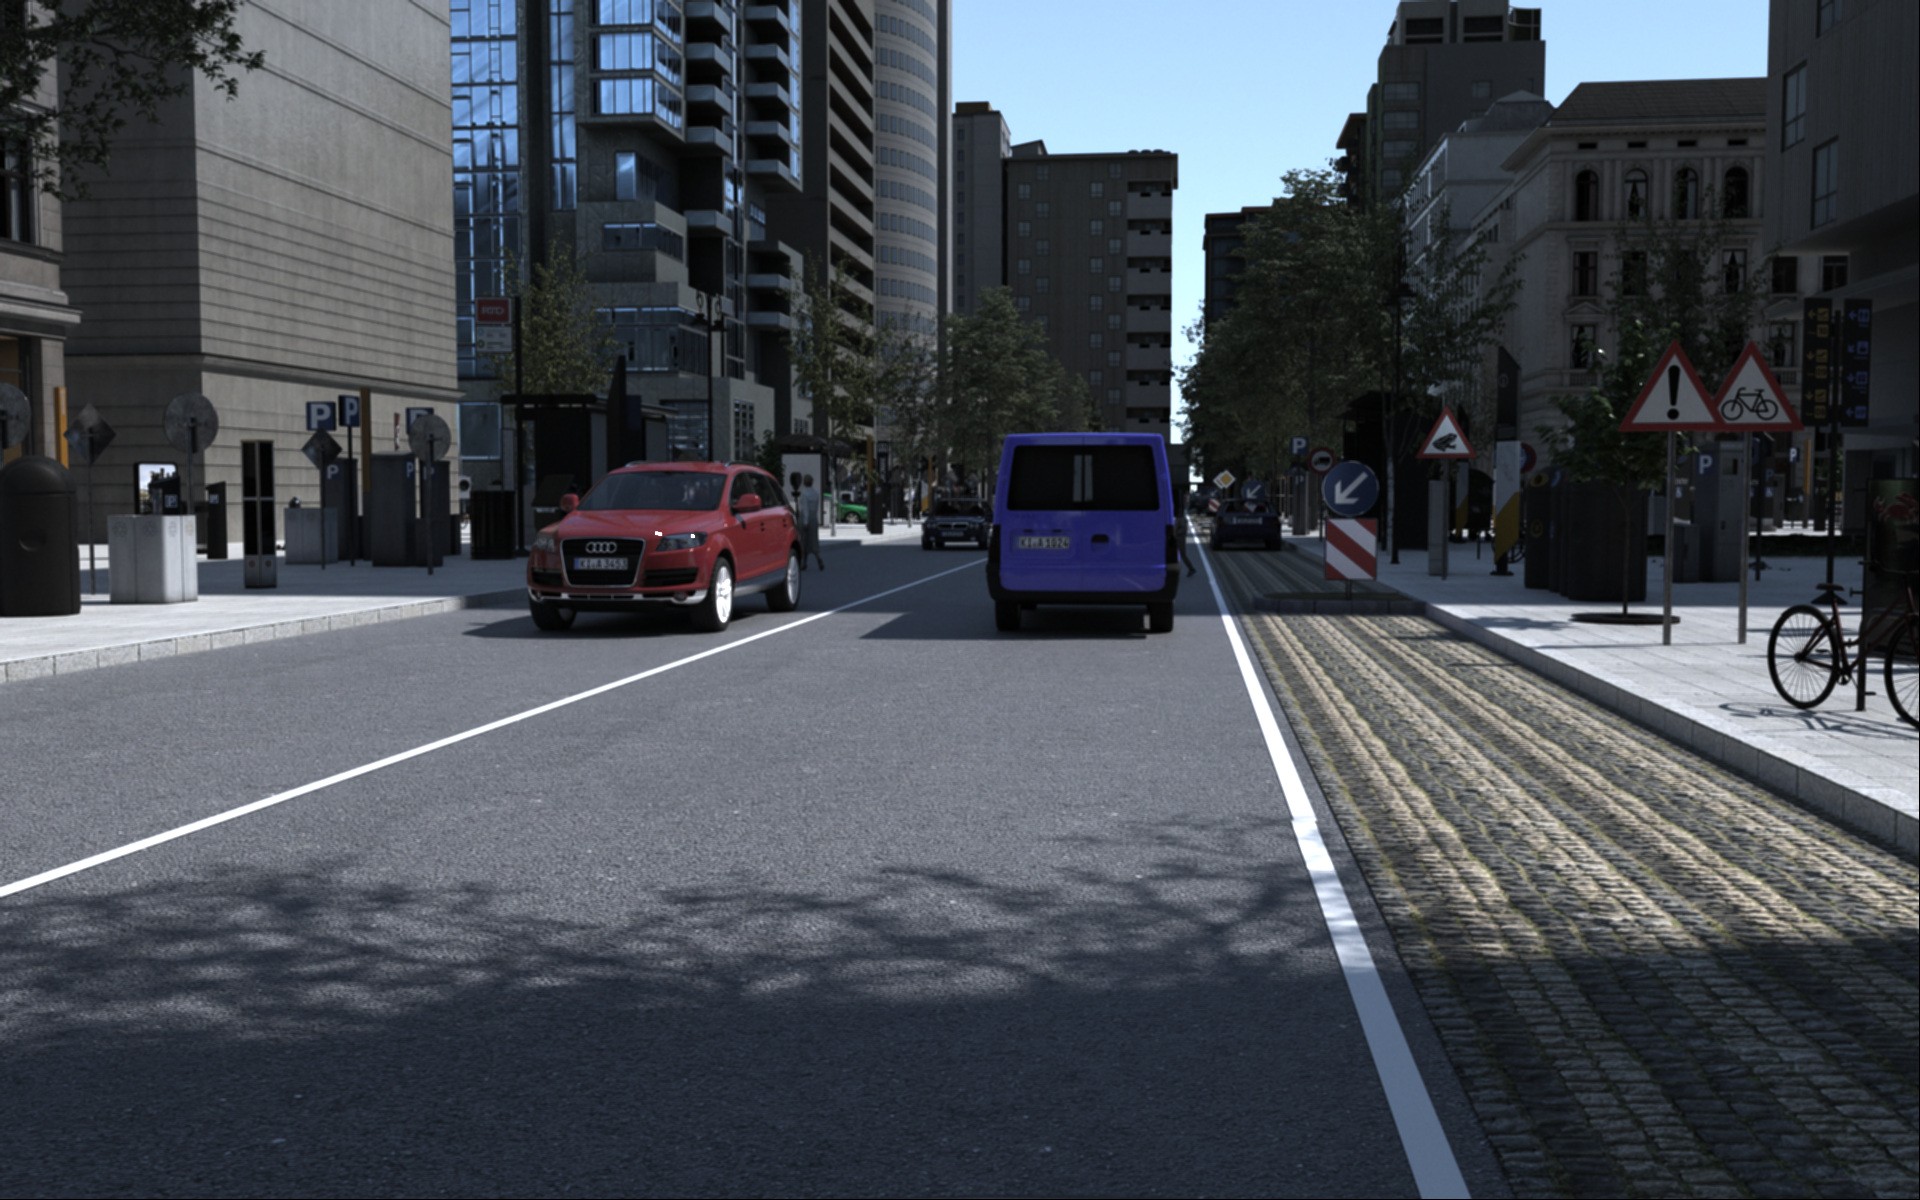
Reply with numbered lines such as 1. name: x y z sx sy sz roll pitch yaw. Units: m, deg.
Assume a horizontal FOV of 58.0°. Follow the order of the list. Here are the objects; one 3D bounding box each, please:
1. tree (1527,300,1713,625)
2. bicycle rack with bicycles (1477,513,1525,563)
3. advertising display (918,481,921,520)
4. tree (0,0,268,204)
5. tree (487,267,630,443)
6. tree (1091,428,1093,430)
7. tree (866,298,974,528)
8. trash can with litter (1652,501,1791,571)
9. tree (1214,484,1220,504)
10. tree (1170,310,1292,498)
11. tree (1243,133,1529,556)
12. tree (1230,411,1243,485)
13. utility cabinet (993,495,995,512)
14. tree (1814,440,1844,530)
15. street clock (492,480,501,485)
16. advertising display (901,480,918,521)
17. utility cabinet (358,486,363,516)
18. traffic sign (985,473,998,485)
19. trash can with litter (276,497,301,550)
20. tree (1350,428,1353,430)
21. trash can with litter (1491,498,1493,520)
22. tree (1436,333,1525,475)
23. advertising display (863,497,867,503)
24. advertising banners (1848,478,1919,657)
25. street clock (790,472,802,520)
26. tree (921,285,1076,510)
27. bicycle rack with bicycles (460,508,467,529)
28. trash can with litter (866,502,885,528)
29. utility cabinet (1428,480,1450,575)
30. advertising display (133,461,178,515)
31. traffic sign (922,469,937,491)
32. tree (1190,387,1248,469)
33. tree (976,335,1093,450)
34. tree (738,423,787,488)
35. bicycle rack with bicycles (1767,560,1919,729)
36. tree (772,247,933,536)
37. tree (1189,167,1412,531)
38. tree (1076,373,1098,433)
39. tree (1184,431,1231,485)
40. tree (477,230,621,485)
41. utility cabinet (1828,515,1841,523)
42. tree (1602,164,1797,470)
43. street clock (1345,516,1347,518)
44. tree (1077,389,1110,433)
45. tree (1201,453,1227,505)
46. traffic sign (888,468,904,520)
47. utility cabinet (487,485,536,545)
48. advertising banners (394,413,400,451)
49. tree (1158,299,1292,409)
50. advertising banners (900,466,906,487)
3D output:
1. tree: 6.744 -1.401 17.509 1.663 3.219 1.824 0 3 0
2. bicycle rack with bicycles: 11.326 -1.211 33.182 2.925 0.926 2.852 0 4 -3
3. advertising display: -2.086 -4.908 85.467 0.123 1.923 0.974 -1 4 -13
4. tree: -8.567 -4.744 11.982 8.767 10.594 7.601 -1 4 -16
5. tree: -12.793 -6.425 55.408 4.360 8.622 3.978 0 3 0
6. tree: 12.023 -13.787 175.786 4.737 8.622 4.395 0 3 0
7. tree: -1.691 -7.087 66.242 4.360 8.622 3.978 0 3 0
8. trash can with litter: 13.333 -1.152 29.897 1.678 1.210 2.233 -1 4 -14
9. tree: 33.492 -14.230 227.263 1.663 3.219 1.824 0 3 0
10. tree: 19.578 -13.123 121.211 9.857 13.997 8.962 0 3 0
11. tree: 9.107 -5.215 35.626 4.737 8.622 4.395 0 3 0
12. tree: 15.953 -8.413 87.914 4.737 8.622 4.395 0 3 0
13. utility cabinet: 2.406 -5.464 100.499 1.020 1.237 0.306 0 4 -1
14. tree: 31.647 -4.159 62.599 1.663 3.219 1.824 0 3 0
15. street clock: -23.719 -5.148 88.733 0.471 2.002 0.358 -2 4 -34
16. advertising display: -2.455 -4.725 82.463 0.123 1.923 0.974 2 4 34
17. utility cabinet: -15.865 -2.301 46.299 1.173 1.500 0.318 -3 4 -36
18. traffic sign: 1.820 -6.195 101.388 0.768 2.556 0.104 0 4 8
19. trash can with litter: -15.316 -1.787 40.282 1.678 1.210 2.233 -1 4 -16
20. tree: 30.917 -10.774 126.515 4.360 8.622 3.978 0 3 0
21. trash can with litter: 26.956 -4.611 86.775 0.624 1.170 1.055 1 4 21
22. tree: 24.116 -7.916 79.787 4.360 8.622 3.978 0 3 0
23. advertising display: -8.084 -8.528 144.652 0.974 1.923 0.123 0 4 2
24. advertising banners: 8.001 -1.044 13.258 2.074 3.025 0.090 3 4 37
25. street clock: -5.438 -3.235 57.459 0.358 2.002 0.471 1 4 19
26. tree: 1.657 -10.756 93.990 7.486 12.596 7.792 0 3 0
27. bicycle rack with bicycles: -19.851 -3.089 63.888 2.852 0.926 2.925 -3 5 -40
28. trash can with litter: -3.259 -3.348 66.124 0.624 1.170 1.055 1 4 9
29. utility cabinet: 7.652 -1.161 27.656 0.318 1.500 1.173 1 4 14
30. advertising display: -15.981 -1.789 34.464 0.123 1.923 0.974 2 4 23
31. traffic sign: -1.585 -5.416 88.657 0.768 2.556 0.104 1 4 12
32. tree: 22.785 -13.157 140.868 9.928 11.665 9.643 0 3 0
33. tree: 5.487 -13.487 130.886 12.009 13.543 11.850 0 3 0
34. tree: -5.172 -3.222 47.278 1.663 3.219 1.824 0 3 0
35. bicycle rack with bicycles: 6.190 0.251 9.277 2.852 0.926 2.925 0 4 -5
36. tree: -3.632 -6.220 52.063 4.737 8.622 4.395 0 3 0
37. tree: 12.296 -8.747 61.142 7.486 12.596 7.792 0 3 0
38. tree: 7.344 -13.841 144.424 7.486 12.596 7.792 0 3 0
39. tree: 31.981 -17.443 219.599 8.767 10.594 7.601 3 4 36
40. tree: -11.813 -6.050 49.280 4.737 8.622 4.395 0 3 0
41. utility cabinet: 39.096 -4.015 76.815 1.020 1.237 0.306 1 4 16
42. tree: 16.603 -5.467 39.754 4.737 8.622 4.395 0 3 0
43. street clock: 9.142 -2.212 40.744 0.358 2.002 0.471 1 4 15
44. tree: 12.627 -16.393 185.031 9.611 12.733 9.660 0 3 0
45. tree: 30.226 -15.383 201.867 4.360 8.622 3.978 0 3 0
46. traffic sign: -3.156 -5.246 85.773 0.884 2.594 0.081 1 4 13
47. utility cabinet: -11.172 -2.112 43.206 1.173 1.500 0.318 -1 4 -12
48. advertising banners: -12.080 -2.483 36.786 0.090 3.025 2.074 0 4 -7
49. tree: 25.752 -19.066 167.614 12.611 20.169 13.585 0 3 0
50. advertising banners: -4.266 -6.955 109.905 2.074 3.025 0.090 2 4 26
